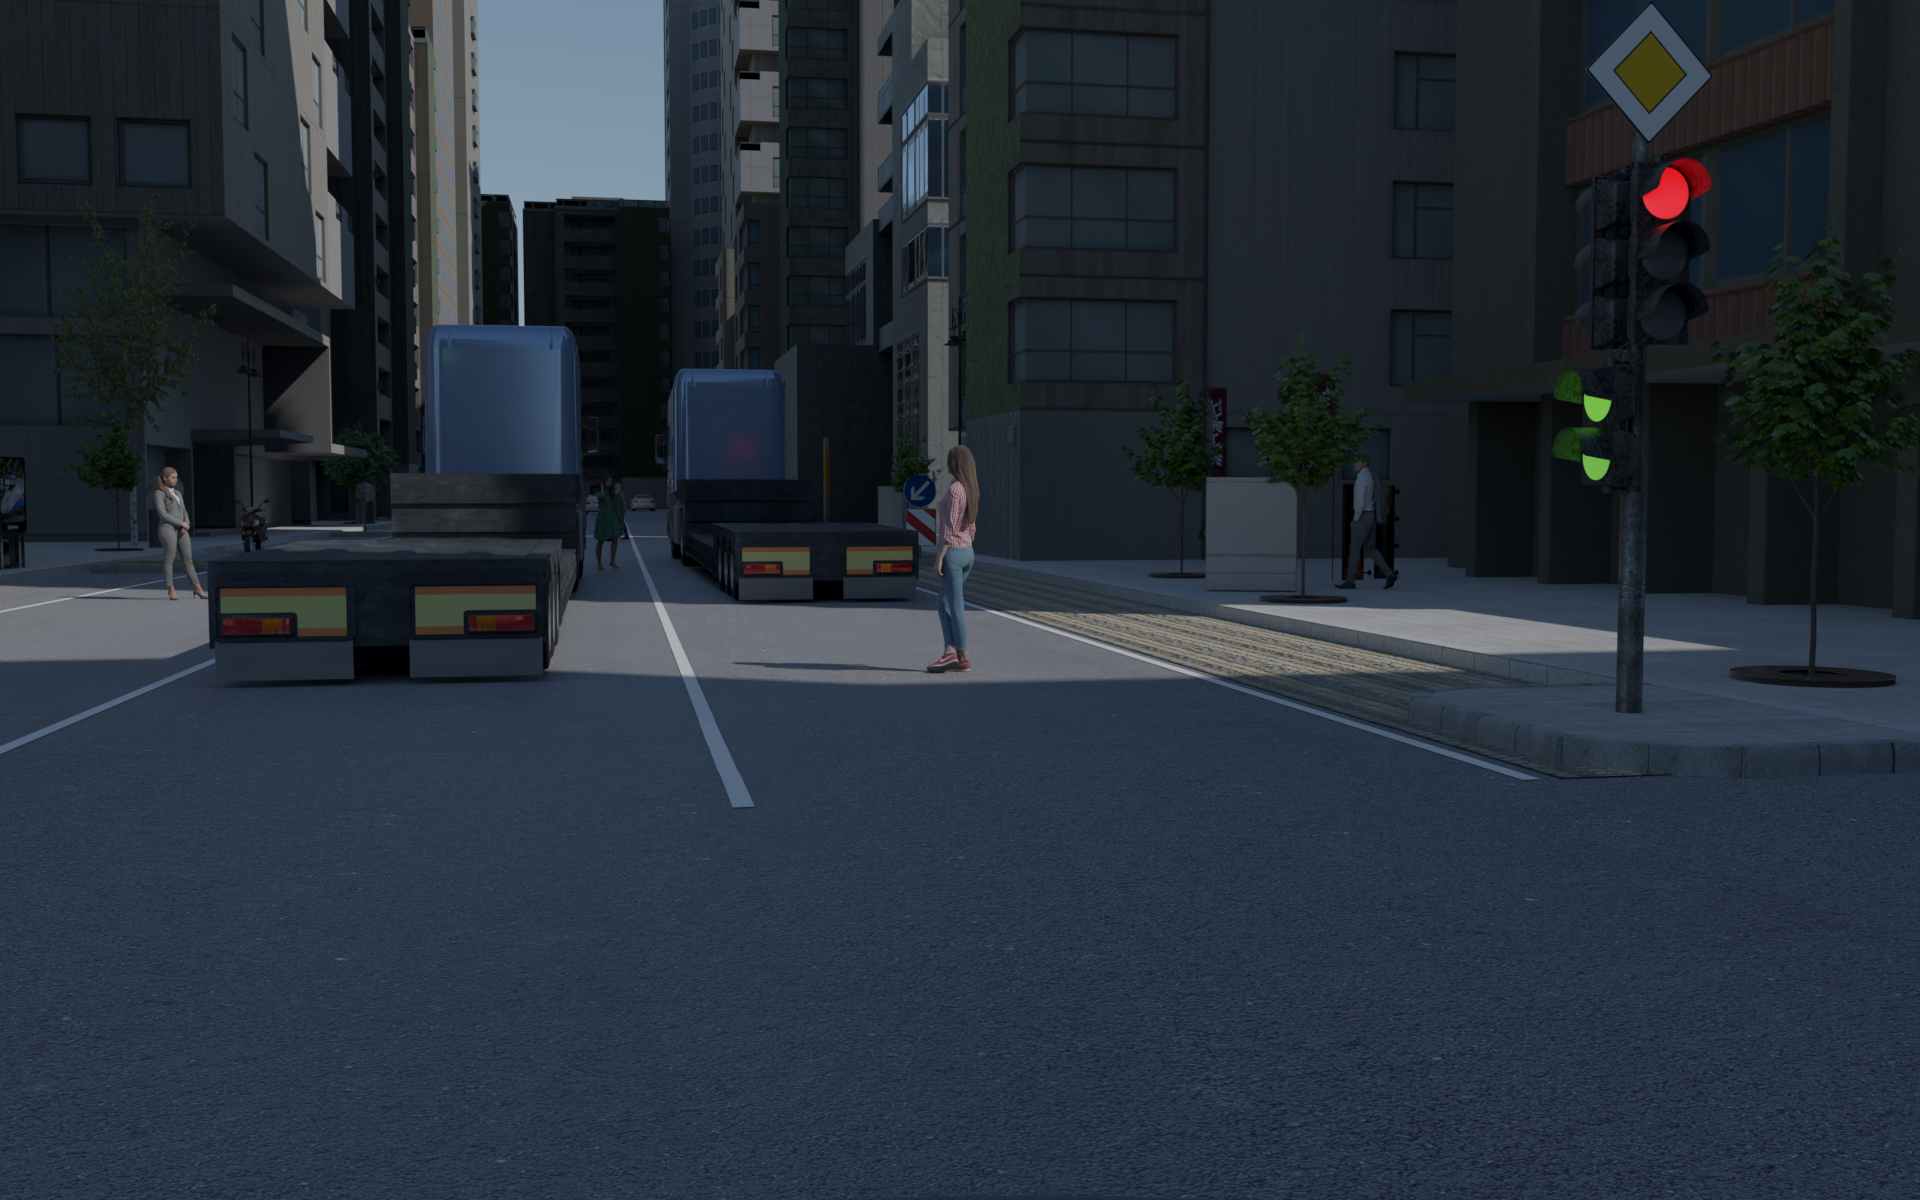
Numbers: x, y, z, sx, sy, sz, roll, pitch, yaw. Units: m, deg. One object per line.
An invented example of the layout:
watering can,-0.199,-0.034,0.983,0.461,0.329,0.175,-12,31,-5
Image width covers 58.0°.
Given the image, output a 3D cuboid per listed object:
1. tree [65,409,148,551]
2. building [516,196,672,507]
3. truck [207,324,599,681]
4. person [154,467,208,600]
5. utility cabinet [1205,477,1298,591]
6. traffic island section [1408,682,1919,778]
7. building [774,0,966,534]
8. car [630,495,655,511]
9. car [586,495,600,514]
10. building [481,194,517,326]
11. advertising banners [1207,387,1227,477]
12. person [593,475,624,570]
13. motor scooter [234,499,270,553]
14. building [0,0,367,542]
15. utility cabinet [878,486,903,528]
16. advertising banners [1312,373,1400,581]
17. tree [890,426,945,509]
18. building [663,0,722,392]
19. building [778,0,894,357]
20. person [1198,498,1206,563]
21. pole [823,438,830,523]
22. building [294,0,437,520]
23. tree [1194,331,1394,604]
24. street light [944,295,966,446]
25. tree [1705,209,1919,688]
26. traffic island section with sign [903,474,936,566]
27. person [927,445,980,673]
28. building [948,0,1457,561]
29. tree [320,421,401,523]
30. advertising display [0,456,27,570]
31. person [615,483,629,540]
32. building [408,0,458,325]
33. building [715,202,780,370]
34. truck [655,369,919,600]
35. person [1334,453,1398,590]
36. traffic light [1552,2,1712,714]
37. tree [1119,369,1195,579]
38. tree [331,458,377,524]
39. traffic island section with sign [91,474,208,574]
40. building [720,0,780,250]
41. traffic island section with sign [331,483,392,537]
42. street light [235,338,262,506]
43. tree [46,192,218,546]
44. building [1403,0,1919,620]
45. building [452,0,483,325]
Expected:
tree,-19.105,-2.733,39.294,1.663,3.219,1.824,0,3,0
building,-35.772,-24.435,171.219,14.107,30.474,14.160,-1,4,-11
truck,-6.162,-1.972,21.994,2.967,4.110,18.799,-1,4,-11
person,-10.522,-0.895,23.401,0.573,1.790,0.520,0,4,-2
utility cabinet,3.839,-0.864,22.804,1.173,1.500,0.318,1,4,12
traffic island section,3.958,0.739,10.195,2.009,0.180,2.903,-1,4,-11
building,4.931,-46.279,69.330,22.319,86.520,31.000,-1,4,-11
car,-26.696,-8.161,145.794,2.083,1.381,4.827,-1,4,-13
car,-25.866,-6.805,123.621,2.083,1.381,4.827,-1,4,-12
building,-50.127,-24.235,167.944,14.107,30.474,14.160,-1,4,-11
advertising banners,4.763,-2.007,29.005,2.074,3.025,0.090,-3,5,-43
person,-6.701,-1.477,32.897,0.529,1.795,0.600,3,5,41
motor scooter,-17.423,-1.832,42.733,0.815,1.314,1.986,-1,4,-12
building,-35.187,-28.484,54.955,28.713,52.752,27.495,-1,4,-11
utility cabinet,-2.030,-2.567,50.652,0.318,1.500,1.173,-2,4,-25
advertising banners,5.882,-1.809,25.764,2.074,3.025,0.090,-3,5,-39
tree,-1.518,-3.288,48.357,1.663,3.219,1.824,0,3,0
building,-15.713,-38.896,177.948,28.212,58.520,21.231,-1,4,-11
building,-3.296,-19.913,97.276,14.160,30.474,14.107,-1,4,-11
person,4.625,-1.316,32.226,0.373,1.253,0.362,1,4,21
pole,-4.873,-4.240,63.169,0.158,3.312,0.155,0,3,0
building,-38.300,-20.135,100.902,14.160,30.474,14.107,-1,4,-11
tree,4.038,-1.598,20.736,1.663,3.219,1.824,0,3,0
street light,-0.006,-4.137,40.421,0.468,5.910,1.993,-1,4,-11
tree,6.013,-1.055,11.846,1.663,3.219,1.824,0,3,0
traffic island section with sign,-1.044,-1.620,35.114,1.989,1.847,2.006,-1,4,-11
person,-0.036,-0.332,13.930,0.388,1.821,0.555,1,4,14
building,6.677,-21.797,39.972,14.154,41.232,14.086,-1,4,-11
tree,-26.863,-5.746,77.660,4.285,4.588,4.351,0,3,0
advertising display,-16.320,-1.501,29.747,0.123,1.923,0.974,0,4,-4
person,-10.740,-2.772,54.228,0.834,1.777,0.661,-3,4,-38
building,-41.387,-28.452,115.295,14.600,45.320,14.200,-1,4,-11
building,-2.064,-16.798,119.683,27.650,21.520,28.899,-1,4,-11
truck,-3.729,-2.569,31.759,2.967,4.110,18.799,-1,4,-12
person,5.480,-1.050,23.314,0.850,1.850,0.679,2,4,30
traffic light,3.916,-1.294,10.073,0.839,4.253,0.868,-1,4,-11
tree,3.525,-1.968,26.774,1.663,3.219,1.824,0,3,0
tree,-25.620,-4.835,73.646,1.663,3.219,1.824,0,3,0
traffic island section with sign,-14.867,-1.445,32.260,1.989,1.847,2.006,-1,4,-11
building,-5.898,-34.106,146.876,28.713,52.752,27.495,-1,4,-11
traffic island section with sign,-20.181,-3.066,58.765,1.989,1.847,2.006,-1,4,-11
street light,-21.036,-4.804,51.341,0.468,5.910,1.993,-1,4,-11
tree,-20.410,-5.640,42.579,4.737,8.622,4.395,0,3,0
building,21.671,-22.635,24.710,28.867,44.769,22.147,-1,4,-11
building,-50.860,-31.694,141.894,21.600,48.544,21.300,-1,4,-11
